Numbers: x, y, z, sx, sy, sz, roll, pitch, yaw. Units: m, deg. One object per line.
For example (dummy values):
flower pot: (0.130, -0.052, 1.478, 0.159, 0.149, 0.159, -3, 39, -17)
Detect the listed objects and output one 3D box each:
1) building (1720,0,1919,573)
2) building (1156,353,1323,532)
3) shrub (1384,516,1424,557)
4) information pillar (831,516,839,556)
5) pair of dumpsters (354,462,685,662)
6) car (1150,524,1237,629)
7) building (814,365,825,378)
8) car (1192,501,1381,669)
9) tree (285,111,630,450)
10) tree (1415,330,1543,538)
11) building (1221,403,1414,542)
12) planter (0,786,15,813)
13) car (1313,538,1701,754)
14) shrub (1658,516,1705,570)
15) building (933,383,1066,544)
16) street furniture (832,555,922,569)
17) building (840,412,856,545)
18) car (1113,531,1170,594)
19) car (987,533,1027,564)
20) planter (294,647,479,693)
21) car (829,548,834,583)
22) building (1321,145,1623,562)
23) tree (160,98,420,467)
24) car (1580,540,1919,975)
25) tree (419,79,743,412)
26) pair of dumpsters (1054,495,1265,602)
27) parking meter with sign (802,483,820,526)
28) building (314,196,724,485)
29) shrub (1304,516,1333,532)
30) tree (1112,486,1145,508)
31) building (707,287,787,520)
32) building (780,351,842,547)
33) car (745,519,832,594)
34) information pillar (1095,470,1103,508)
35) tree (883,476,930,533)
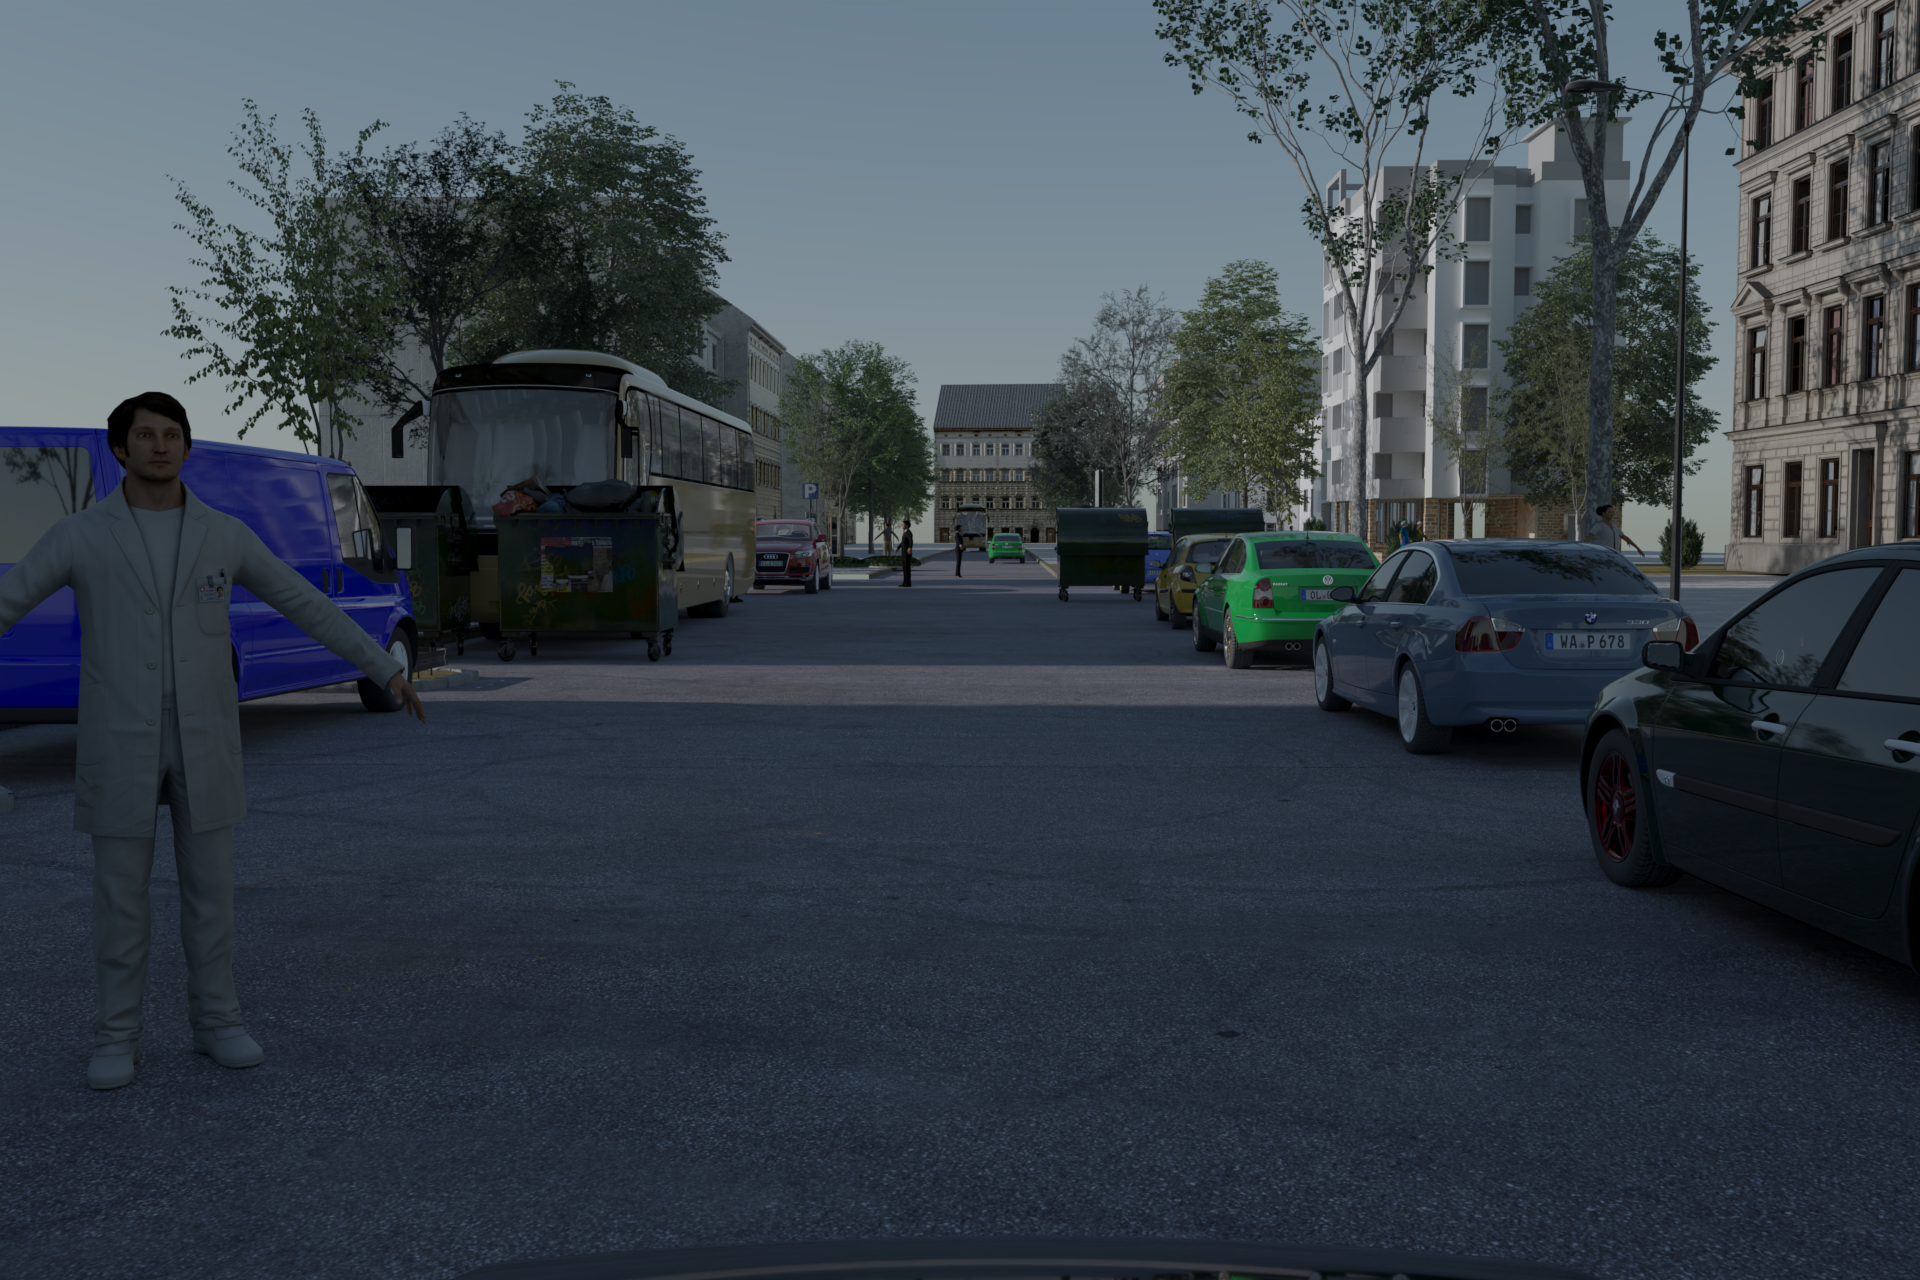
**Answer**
building: (29.320, -11.194, 46.635, 10.561, 19.211, 19.286, 0, 4, 2)
building: (30.025, -19.053, 177.971, 16.747, 18.905, 31.486, 0, 4, 1)
shrub: (18.333, -4.103, 71.500, 1.690, 2.028, 1.600, 0, 3, 0)
information pillar: (-5.131, -4.066, 70.978, 0.304, 2.012, 0.304, 0, 4, 2)
pair of dumpsters: (-5.466, -0.913, 19.871, 4.436, 2.255, 1.574, 0, 4, 2)
car: (4.057, -1.052, 27.431, 2.015, 1.641, 3.980, 0, 4, 2)
building: (-21.224, -20.680, 194.542, 16.016, 20.090, 11.380, 0, 4, 1)
car: (3.738, -0.670, 19.757, 1.959, 1.807, 4.718, 0, 4, 0)
tree: (-10.746, -6.304, 37.486, 8.767, 10.594, 7.601, 1, 4, 23)
tree: (18.161, -6.873, 62.742, 4.360, 8.622, 3.978, 0, 3, 0)
building: (24.171, -10.865, 119.784, 9.099, 9.664, 28.070, 0, 4, 2)
planter: (-5.926, 0.770, 8.550, 1.991, 0.319, 1.994, 0, 4, 1)
car: (3.787, -0.034, 12.558, 2.014, 1.417, 4.499, 0, 4, 0)
shrub: (25.996, -3.548, 62.435, 1.690, 2.028, 1.600, 0, 3, 0)
building: (6.270, -25.594, 251.840, 18.063, 23.208, 19.493, 0, 4, 6)
street furniture: (-6.631, -3.130, 66.809, 10.072, 0.657, 5.734, 0, 4, 6)
building: (-23.050, -23.645, 217.523, 19.493, 23.208, 18.063, 0, 4, 1)
car: (4.718, -2.045, 43.026, 1.945, 1.707, 3.694, 0, 4, 1)
car: (2.322, -4.690, 85.480, 1.959, 1.807, 4.718, 0, 4, 2)
planter: (-5.741, 0.280, 16.569, 1.991, 0.319, 1.994, 0, 4, 2)
car: (-4.645, -2.315, 49.859, 2.014, 1.417, 4.499, 0, 4, 1)
building: (24.371, -14.348, 91.005, 16.016, 20.090, 11.380, 0, 4, 1)
tree: (-10.940, -4.822, 29.199, 4.737, 8.622, 4.395, 0, 3, 0)
car: (3.507, 0.242, 5.831, 2.009, 1.686, 4.222, 0, 4, 0)
tree: (-11.023, -8.808, 50.658, 9.857, 13.997, 8.962, 0, 3, 0)
pair of dumpsters: (4.228, -1.961, 37.015, 4.436, 2.255, 1.574, 0, 4, 0)
parking meter with sign: (-5.081, -3.900, 60.019, 0.543, 3.016, 1.738, 0, 4, 2)
building: (-25.250, -14.702, 106.841, 16.747, 18.905, 31.486, 0, 4, 1)
shrub: (13.496, -3.776, 66.154, 1.690, 2.028, 1.600, 0, 3, 0)
tree: (23.243, -19.283, 249.684, 7.601, 10.594, 8.767, 0, 4, 7)
building: (-24.004, -18.423, 132.148, 19.493, 23.208, 18.063, 0, 4, 1)
building: (-22.460, -21.363, 180.212, 19.493, 23.208, 18.063, 0, 4, 2)
car: (-4.380, -2.113, 43.223, 2.281, 1.827, 5.304, 0, 4, 1)
information pillar: (5.144, -4.452, 64.105, 0.184, 3.620, 1.656, 0, 4, 0)
tree: (-7.689, -20.410, 251.826, 7.486, 12.596, 7.792, 0, 3, 0)
